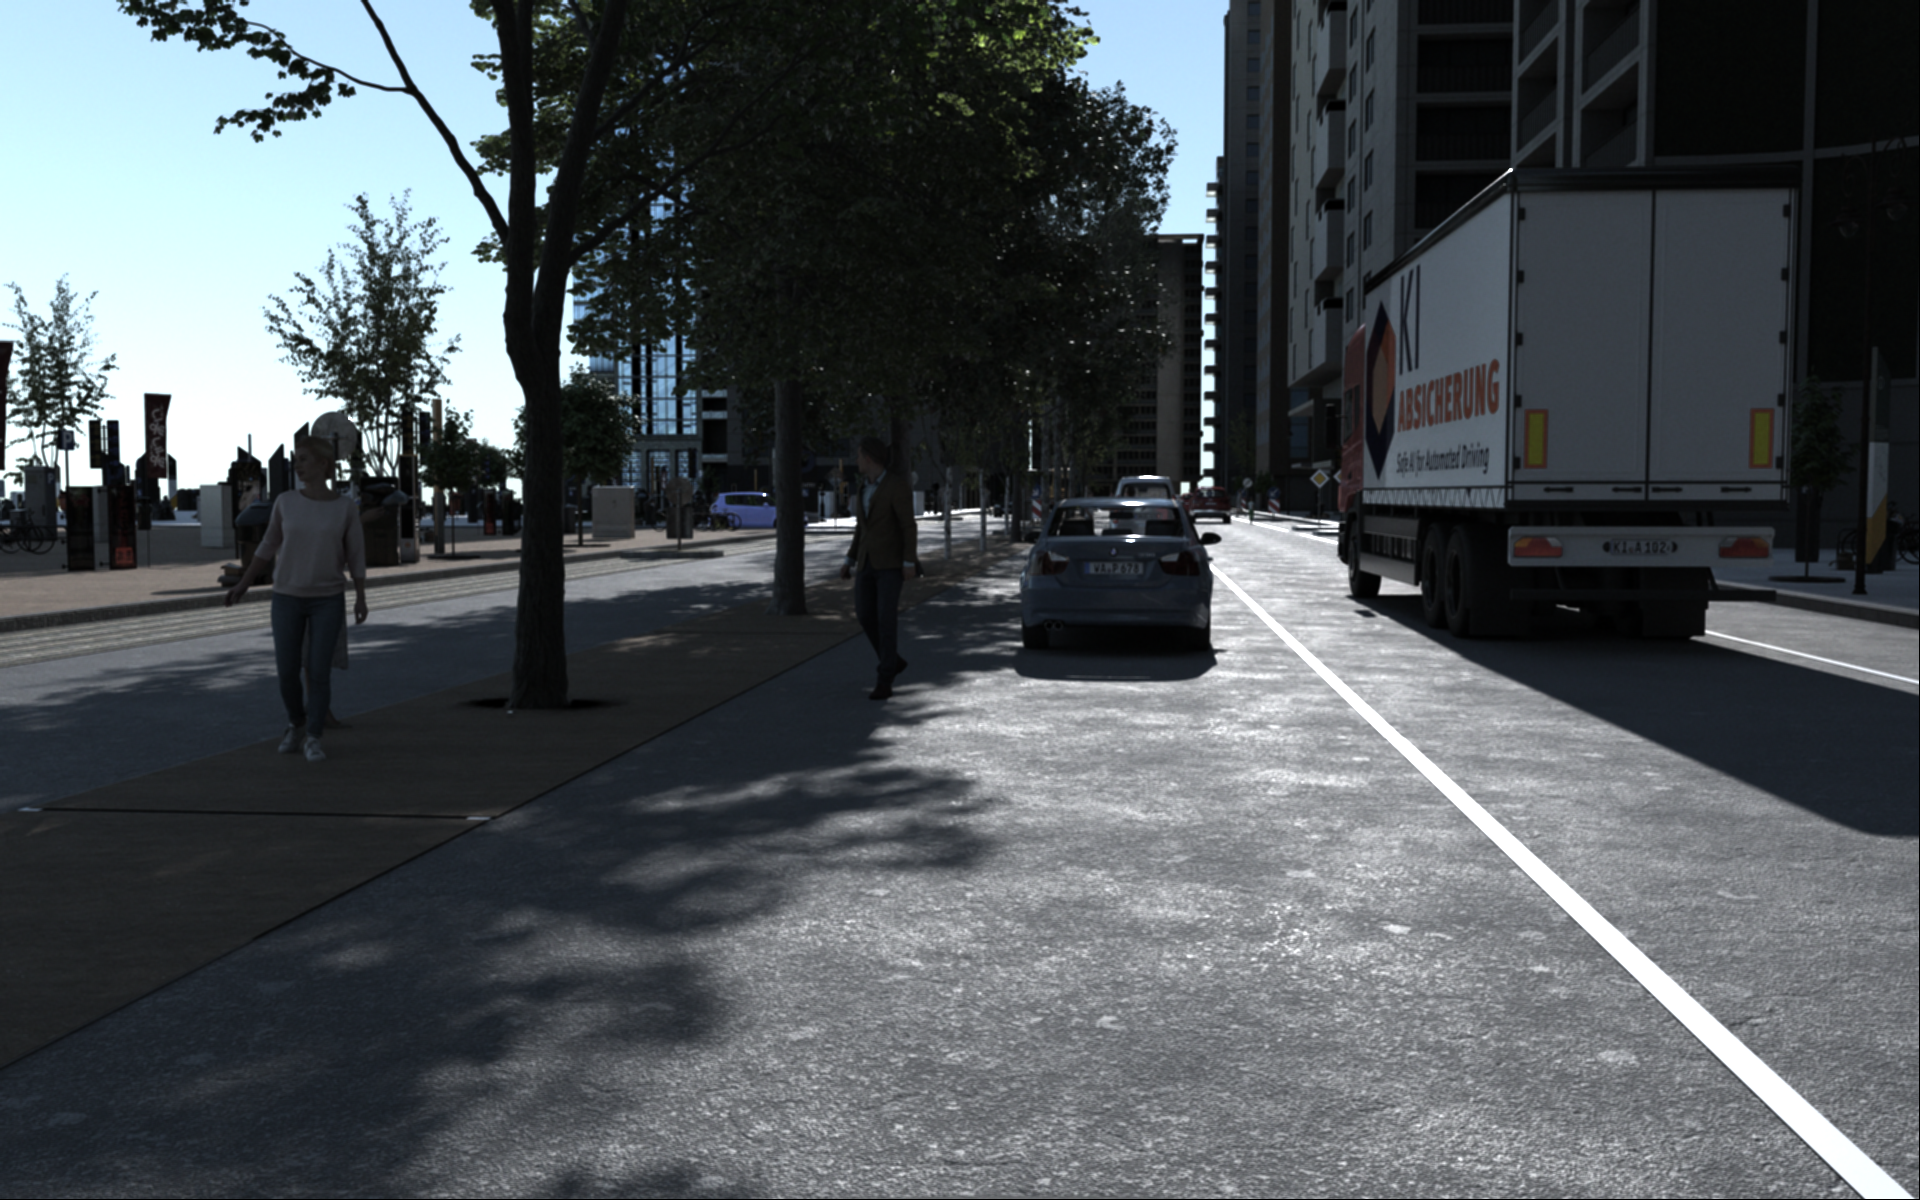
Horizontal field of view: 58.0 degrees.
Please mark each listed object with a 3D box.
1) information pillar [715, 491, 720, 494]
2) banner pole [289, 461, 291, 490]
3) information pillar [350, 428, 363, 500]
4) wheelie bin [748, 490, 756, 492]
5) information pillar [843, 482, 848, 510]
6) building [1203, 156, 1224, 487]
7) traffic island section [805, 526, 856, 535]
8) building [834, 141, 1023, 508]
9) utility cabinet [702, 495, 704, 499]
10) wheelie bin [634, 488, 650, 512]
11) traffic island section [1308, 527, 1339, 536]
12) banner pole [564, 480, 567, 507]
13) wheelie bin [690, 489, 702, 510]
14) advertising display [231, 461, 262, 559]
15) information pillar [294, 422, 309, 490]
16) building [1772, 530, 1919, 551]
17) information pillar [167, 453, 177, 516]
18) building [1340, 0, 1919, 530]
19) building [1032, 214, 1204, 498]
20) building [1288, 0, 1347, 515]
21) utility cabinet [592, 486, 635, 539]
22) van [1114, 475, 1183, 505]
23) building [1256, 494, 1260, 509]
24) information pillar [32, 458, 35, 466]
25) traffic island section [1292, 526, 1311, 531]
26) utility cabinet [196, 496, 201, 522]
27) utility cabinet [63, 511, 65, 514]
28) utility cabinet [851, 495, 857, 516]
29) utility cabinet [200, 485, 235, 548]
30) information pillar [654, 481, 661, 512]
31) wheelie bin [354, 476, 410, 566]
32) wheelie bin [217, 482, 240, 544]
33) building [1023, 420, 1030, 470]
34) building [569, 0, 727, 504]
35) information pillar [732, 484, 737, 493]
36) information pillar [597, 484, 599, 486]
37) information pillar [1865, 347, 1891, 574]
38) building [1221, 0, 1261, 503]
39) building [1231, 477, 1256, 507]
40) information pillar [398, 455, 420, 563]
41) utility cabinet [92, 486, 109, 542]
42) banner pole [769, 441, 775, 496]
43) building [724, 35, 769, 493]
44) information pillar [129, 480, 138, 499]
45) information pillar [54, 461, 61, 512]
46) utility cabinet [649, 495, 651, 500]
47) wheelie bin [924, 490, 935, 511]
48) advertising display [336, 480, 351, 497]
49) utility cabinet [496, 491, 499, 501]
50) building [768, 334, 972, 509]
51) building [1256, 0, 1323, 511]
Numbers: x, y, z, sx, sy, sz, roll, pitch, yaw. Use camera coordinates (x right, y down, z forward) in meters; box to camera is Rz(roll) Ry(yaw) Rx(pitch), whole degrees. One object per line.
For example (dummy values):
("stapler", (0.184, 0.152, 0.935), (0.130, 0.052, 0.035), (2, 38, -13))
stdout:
("information pillar", (-19.569, -8.269, 139.697), (0.304, 2.012, 0.304), (0, 4, 3))
("banner pole", (-44.942, -7.681, 115.595), (0.863, 3.779, 0.401), (0, 4, 2))
("information pillar", (-19.509, -3.952, 55.976), (0.183, 3.616, 0.504), (2, 4, 26))
("wheelie bin", (-16.761, -8.041, 139.376), (0.980, 1.594, 0.693), (-2, 4, -32))
("information pillar", (-6.823, -6.050, 103.404), (0.304, 2.012, 0.304), (0, 4, -4))
("building", (48.721, -37.727, 236.445), (30.456, 49.044, 23.786), (0, 4, 6))
("traffic island section", (-4.470, -2.422, 61.883), (2.009, 0.180, 2.903), (0, 4, 6))
("building", (-3.102, -47.149, 209.142), (20.611, 71.187, 20.563), (0, 4, 6))
("utility cabinet", (-19.369, -7.270, 130.028), (0.306, 1.237, 1.020), (2, 4, 25))
("wheelie bin", (-16.817, -5.107, 91.399), (0.693, 1.594, 0.980), (-3, 5, -42))
("traffic island section", (13.332, -2.313, 60.102), (2.009, 0.180, 2.903), (0, 4, 6))
("banner pole", (-32.474, -9.258, 141.382), (0.401, 3.779, 0.863), (3, 5, 41))
("wheelie bin", (-15.350, -5.680, 100.777), (0.693, 1.594, 0.980), (-2, 4, -28))
("advertising display", (-14.160, -1.786, 34.409), (0.123, 1.923, 0.974), (0, 4, 5))
("information pillar", (-21.225, -3.951, 55.949), (0.504, 3.616, 0.183), (0, 4, 3))
("building", (24.594, -36.993, 43.091), (20.563, 71.187, 20.611), (0, 4, 6))
("information pillar", (-45.263, -6.616, 99.519), (0.183, 3.616, 0.504), (3, 4, 39))
("building", (28.671, -38.992, 75.772), (20.611, 71.187, 20.563), (0, 4, 6))
("building", (22.005, -33.717, 243.153), (23.993, 40.220, 32.217), (0, 4, 6))
("building", (34.711, -31.518, 104.559), (28.713, 52.752, 27.495), (0, 4, 6))
("utility cabinet", (-9.874, -2.485, 49.302), (1.173, 1.500, 0.318), (1, 4, 12))
("van", (4.534, -2.190, 42.822), (2.013, 2.044, 4.112), (0, 4, 4))
("building", (33.975, -28.949, 156.912), (14.154, 41.232, 14.086), (0, 4, 6))
("information pillar", (-57.390, -7.092, 107.313), (0.183, 3.616, 0.504), (-1, 4, -18))
("traffic island section", (14.127, -2.799, 68.047), (2.009, 0.180, 2.903), (0, 4, 6))
("utility cabinet", (-35.312, -4.246, 80.587), (0.306, 1.237, 1.020), (-1, 4, -18))
("utility cabinet", (-55.975, -5.992, 109.124), (1.020, 1.237, 0.306), (-2, 4, -29))
("utility cabinet", (-6.115, -5.679, 104.012), (0.306, 1.237, 1.020), (3, 5, 41))
("utility cabinet", (-17.661, -1.990, 41.216), (1.173, 1.500, 0.318), (3, 5, 43))
("information pillar", (-16.521, -5.510, 94.579), (0.304, 2.012, 0.304), (-2, 4, -35))
("wheelie bin", (-10.325, -1.407, 30.915), (0.980, 1.594, 0.693), (-1, 4, -20))
("wheelie bin", (-18.749, -2.249, 44.672), (0.980, 1.594, 0.693), (-2, 4, -30))
("building", (2.152, -35.858, 236.393), (14.200, 45.320, 14.600), (0, 4, 6))
("building", (-41.418, -56.939, 243.626), (31.000, 86.520, 22.319), (0, 4, 6))
("information pillar", (-16.580, -7.506, 127.214), (0.304, 2.012, 0.304), (0, 3, 0))
("information pillar", (-26.290, -8.270, 126.576), (0.504, 3.616, 0.183), (1, 4, 23))
("information pillar", (14.757, -2.231, 27.840), (0.504, 3.616, 0.183), (-3, 4, -36))
("building", (41.109, -40.317, 201.188), (21.231, 58.520, 28.212), (0, 4, 6))
("building", (44.194, -29.550, 175.022), (32.217, 40.220, 23.993), (0, 4, 6))
("information pillar", (-10.277, -1.701, 32.296), (0.304, 2.012, 0.304), (0, 4, -4))
("utility cabinet", (-22.831, -2.298, 46.246), (0.318, 1.500, 1.173), (0, 4, 2))
("banner pole", (-8.865, -5.639, 82.217), (0.401, 3.779, 0.863), (-3, 5, -44))
("building", (-8.666, -43.821, 154.721), (20.563, 71.187, 20.611), (0, 4, 6))
("information pillar", (-41.806, -5.086, 87.656), (0.304, 2.012, 0.304), (0, 4, -3))
("information pillar", (-64.693, -8.122, 124.143), (0.504, 3.616, 0.183), (1, 4, 15))
("utility cabinet", (-19.106, -5.856, 106.902), (1.020, 1.237, 0.306), (-3, 5, -40))
("wheelie bin", (-2.346, -7.696, 133.742), (0.980, 1.594, 0.693), (1, 4, 16))
("advertising display", (-28.918, -4.662, 81.431), (0.974, 1.923, 0.123), (-3, 5, -43))
("utility cabinet", (-32.676, -6.890, 121.329), (1.173, 1.500, 0.318), (1, 4, 22))
("building", (-7.017, -45.075, 175.231), (20.563, 71.187, 20.611), (0, 4, 6))
("building", (30.589, -29.604, 134.134), (14.600, 45.320, 14.200), (0, 4, 6))
